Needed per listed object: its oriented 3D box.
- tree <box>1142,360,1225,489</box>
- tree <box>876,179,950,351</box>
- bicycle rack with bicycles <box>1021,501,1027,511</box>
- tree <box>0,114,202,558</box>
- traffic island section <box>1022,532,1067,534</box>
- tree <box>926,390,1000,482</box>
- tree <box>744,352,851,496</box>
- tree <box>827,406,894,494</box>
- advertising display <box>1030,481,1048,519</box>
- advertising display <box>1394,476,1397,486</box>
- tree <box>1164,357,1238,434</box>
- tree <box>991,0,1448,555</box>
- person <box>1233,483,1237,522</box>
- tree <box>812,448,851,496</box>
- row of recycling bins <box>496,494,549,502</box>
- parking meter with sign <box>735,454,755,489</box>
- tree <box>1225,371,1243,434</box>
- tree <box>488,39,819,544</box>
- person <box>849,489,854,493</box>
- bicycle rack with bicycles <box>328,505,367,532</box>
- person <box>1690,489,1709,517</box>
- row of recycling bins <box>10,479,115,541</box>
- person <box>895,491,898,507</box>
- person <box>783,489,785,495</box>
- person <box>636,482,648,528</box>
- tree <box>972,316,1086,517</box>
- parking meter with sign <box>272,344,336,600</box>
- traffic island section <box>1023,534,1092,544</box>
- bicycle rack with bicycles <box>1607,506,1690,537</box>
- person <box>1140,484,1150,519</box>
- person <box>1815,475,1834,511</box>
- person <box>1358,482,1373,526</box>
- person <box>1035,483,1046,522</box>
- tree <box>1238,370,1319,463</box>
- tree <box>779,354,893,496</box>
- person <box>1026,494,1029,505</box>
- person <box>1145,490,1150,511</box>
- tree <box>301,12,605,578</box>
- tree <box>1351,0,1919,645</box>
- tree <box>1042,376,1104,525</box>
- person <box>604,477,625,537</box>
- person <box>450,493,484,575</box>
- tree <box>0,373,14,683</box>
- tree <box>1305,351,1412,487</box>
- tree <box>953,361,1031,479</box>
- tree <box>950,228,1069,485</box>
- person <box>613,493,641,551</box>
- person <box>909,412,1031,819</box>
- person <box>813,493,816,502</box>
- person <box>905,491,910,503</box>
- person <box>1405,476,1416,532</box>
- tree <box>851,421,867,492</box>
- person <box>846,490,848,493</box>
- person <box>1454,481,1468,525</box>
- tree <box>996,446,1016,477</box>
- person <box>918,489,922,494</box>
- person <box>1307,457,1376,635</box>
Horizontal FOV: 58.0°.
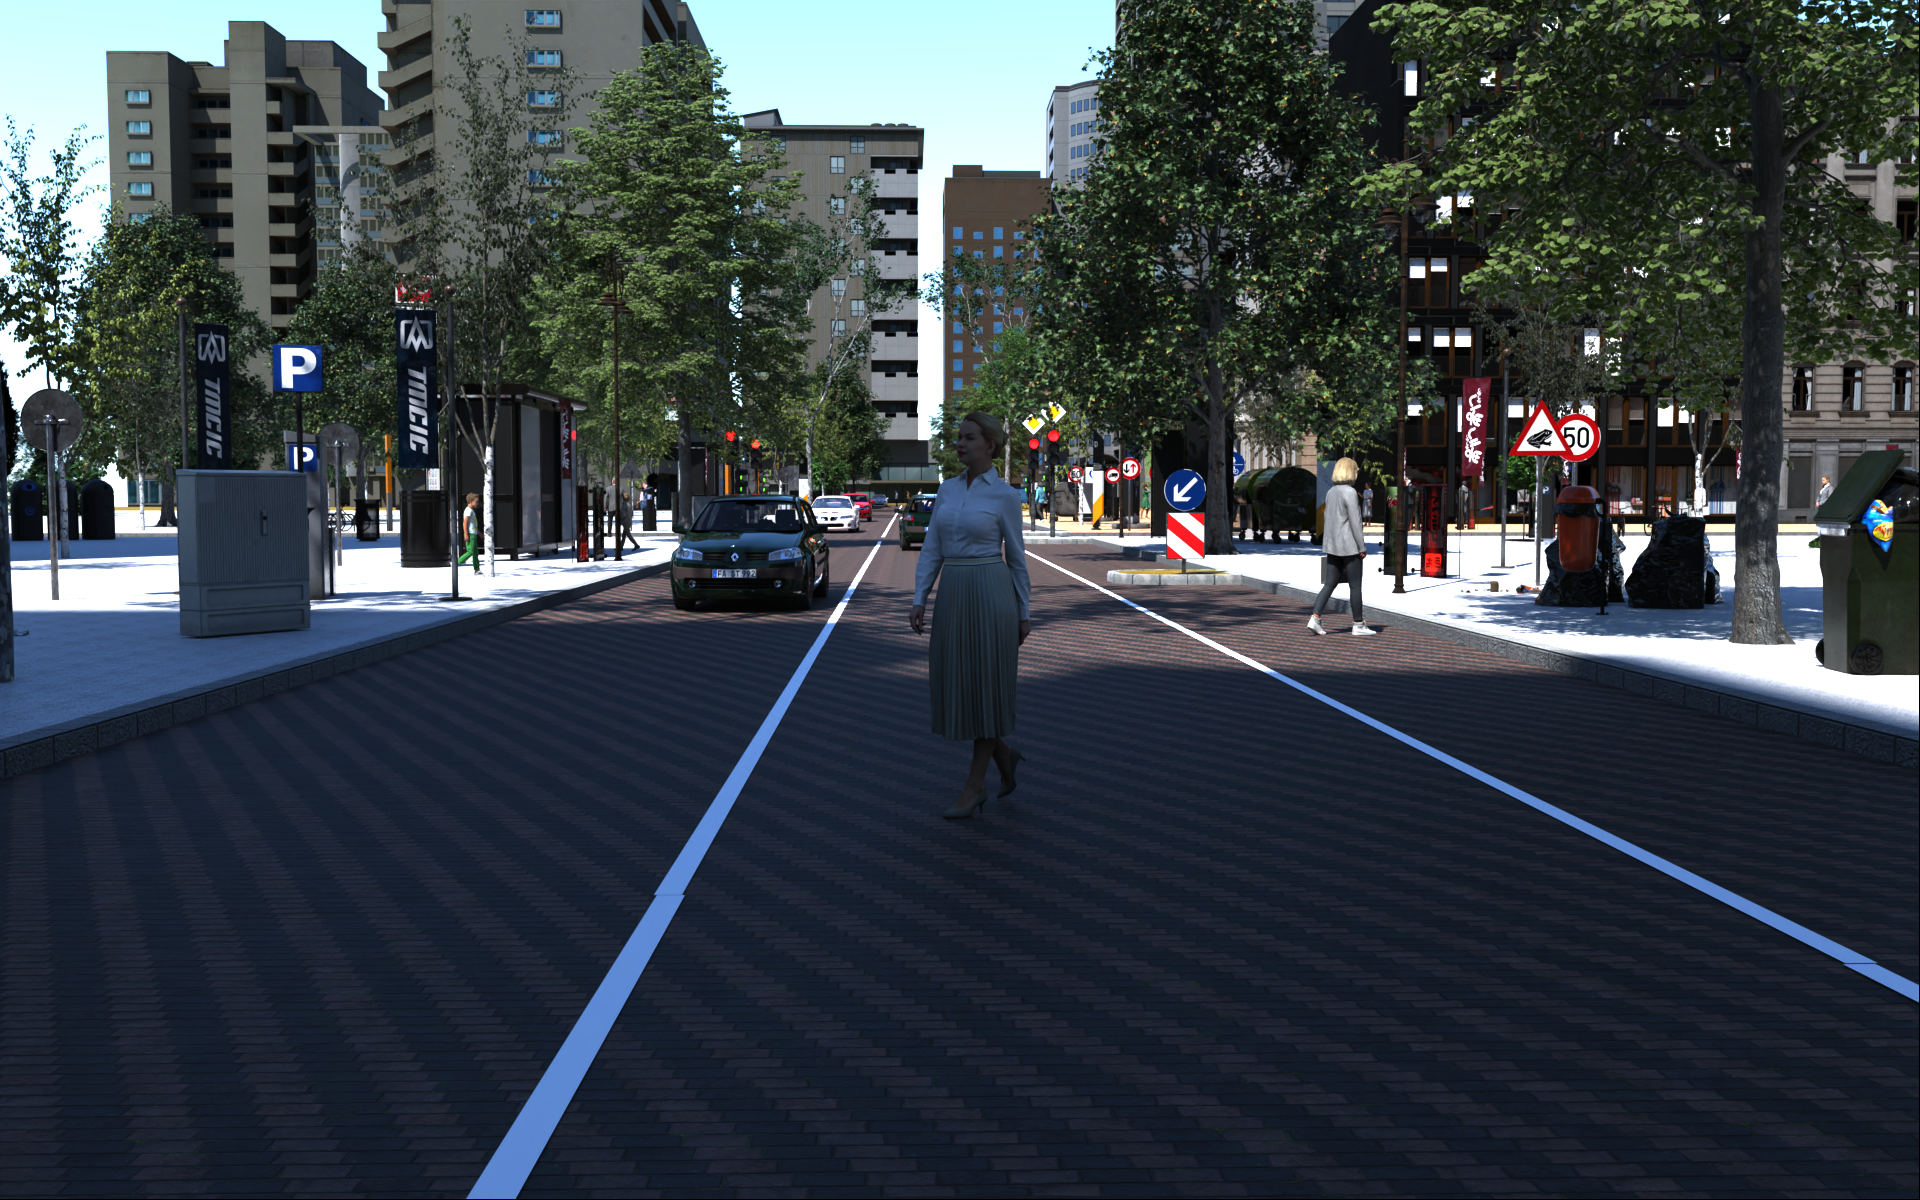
[{"bbox_3d":[11.570,-8.915,96.126,4.737,8.622,4.395,0,3,0],"label":"tree"},{"bbox_3d":[-7.669,-14.977,100.767,12.611,20.169,13.585,0,3,0],"label":"tree"},{"bbox_3d":[3.600,-7.170,130.615,2.925,0.926,2.852,0,4,1],"label":"bicycle rack with bicycles"},{"bbox_3d":[-17.696,-5.141,34.418,4.737,8.622,4.395,0,3,0],"label":"tree"},{"bbox_3d":[2.518,-2.251,59.077,2.009,0.180,2.903,0,4,-2],"label":"traffic island section"},{"bbox_3d":[0.775,-18.387,207.288,9.857,13.997,8.962,0,3,0],"label":"tree"},{"bbox_3d":[-8.670,-8.207,84.551,4.737,8.622,4.395,0,3,0],"label":"tree"},{"bbox_3d":[-11.085,-15.241,183.595,8.767,10.594,7.601,0,4,0],"label":"tree"},{"bbox_3d":[3.984,-5.038,87.581,0.974,1.923,0.123,-1,4,-22],"label":"advertising display"},{"bbox_3d":[15.548,-3.445,61.544,0.123,1.923,0.974,2,4,24],"label":"advertising display"},{"bbox_3d":[10.506,-8.022,81.518,4.360,8.622,3.978,0,3,0],"label":"tree"},{"bbox_3d":[5.349,-7.308,36.498,9.611,12.733,9.660,0,3,0],"label":"tree"},{"bbox_3d":[12.487,-4.440,78.827,0.721,1.800,0.419,-3,5,-44],"label":"person"},{"bbox_3d":[-9.286,-8.286,119.189,4.285,4.588,4.351,0,3,0],"label":"tree"},{"bbox_3d":[-14.643,-3.194,59.337,1.069,1.692,3.534,2,4,24],"label":"row of recycling bins"},{"bbox_3d":[-9.255,-4.892,76.252,0.543,3.016,1.738,1,4,21],"label":"parking meter with sign"},{"bbox_3d":[14.508,-9.629,107.794,4.737,8.622,4.395,0,3,0],"label":"tree"},{"bbox_3d":[-7.492,-7.716,44.278,7.486,12.596,7.792,0,3,0],"label":"tree"},{"bbox_3d":[-11.948,-11.317,191.008,1.348,1.831,0.705,0,4,-2],"label":"person"},{"bbox_3d":[-21.692,-2.808,59.285,2.925,0.926,2.852,-2,4,-34],"label":"bicycle rack with bicycles"},{"bbox_3d":[26.575,-3.408,62.124,0.624,1.780,0.694,-1,4,-13],"label":"person"},{"bbox_3d":[-25.388,-2.500,47.994,3.534,1.692,1.069,-3,4,-39],"label":"row of recycling bins"},{"bbox_3d":[-7.262,-11.562,197.520,0.705,1.826,1.348,0,4,-7],"label":"person"},{"bbox_3d":[-18.698,-10.898,184.089,0.599,1.838,0.709,2,4,35],"label":"person"},{"bbox_3d":[-11.900,-3.602,65.522,0.643,1.750,0.593,-3,5,-43],"label":"person"},{"bbox_3d":[4.279,-10.553,98.296,9.928,11.665,9.643,0,3,0],"label":"tree"},{"bbox_3d":[-7.937,-1.521,21.122,0.543,3.016,1.738,-1,4,-14],"label":"parking meter with sign"},{"bbox_3d":[2.755,-1.762,51.096,2.009,0.180,2.903,0,4,-2],"label":"traffic island section"},{"bbox_3d":[20.333,-2.325,51.388,2.852,0.926,2.925,1,4,19],"label":"bicycle rack with bicycles"},{"bbox_3d":[9.583,-5.098,89.637,0.529,1.795,0.600,0,4,-1],"label":"person"},{"bbox_3d":[23.215,-2.467,46.661,0.573,1.790,0.520,-1,4,-21],"label":"person"},{"bbox_3d":[16.061,-3.790,68.578,0.524,1.755,0.480,-3,4,-38],"label":"person"},{"bbox_3d":[3.682,-4.451,78.836,0.620,1.820,0.660,2,4,35],"label":"person"},{"bbox_3d":[14.908,-8.009,81.312,4.360,8.622,3.978,0,3,0],"label":"tree"},{"bbox_3d":[-10.064,-13.750,141.818,9.611,12.733,9.660,0,3,0],"label":"tree"},{"bbox_3d":[8.222,-12.223,206.416,0.721,1.766,1.217,-2,4,-27],"label":"person"},{"bbox_3d":[14.299,-7.687,132.270,0.362,1.759,0.519,1,4,18],"label":"person"},{"bbox_3d":[-7.442,-4.657,26.506,4.360,8.622,3.978,0,3,0],"label":"tree"},{"bbox_3d":[6.662,-5.874,14.162,7.486,12.596,7.792,0,3,0],"label":"tree"},{"bbox_3d":[5.003,-7.430,71.838,4.737,8.622,4.395,0,3,0],"label":"tree"},{"bbox_3d":[-10.153,-2.718,50.884,0.661,1.777,0.834,-2,4,-26],"label":"person"},{"bbox_3d":[-7.783,-1.047,27.414,0.590,1.304,0.306,-2,4,-28],"label":"person"},{"bbox_3d":[-7.878,-9.553,12.078,12.611,20.169,13.585,0,3,0],"label":"tree"},{"bbox_3d":[14.857,-7.035,65.389,4.737,8.622,4.395,0,3,0],"label":"tree"},{"bbox_3d":[2.968,-14.022,147.386,7.486,12.596,7.792,0,3,0],"label":"tree"},{"bbox_3d":[4.834,-16.211,120.933,12.611,20.169,13.585,0,3,0],"label":"tree"},{"bbox_3d":[-7.474,-1.742,38.793,0.640,1.303,0.475,0,4,4],"label":"person"},{"bbox_3d":[0.100,0.053,7.858,0.478,1.798,0.641,3,5,42],"label":"person"},{"bbox_3d":[-15.157,-10.416,179.605,0.557,1.426,1.065,1,4,22],"label":"person"},{"bbox_3d":[-5.621,-10.938,187.430,0.705,1.812,1.348,-1,4,-22],"label":"person"},{"bbox_3d":[15.279,-3.298,59.332,0.648,1.900,0.474,3,4,36],"label":"person"},{"bbox_3d":[-8.818,-9.941,112.901,4.737,8.622,4.395,0,3,0],"label":"tree"},{"bbox_3d":[-11.974,-10.727,182.141,1.217,1.736,0.721,2,4,30],"label":"person"},{"bbox_3d":[21.085,-4.058,72.500,0.850,1.850,0.679,-1,4,-17],"label":"person"},{"bbox_3d":[3.072,-12.575,155.965,4.737,8.622,4.395,0,3,0],"label":"tree"},{"bbox_3d":[-3.045,-7.335,128.270,0.795,1.843,0.661,0,4,1],"label":"person"},{"bbox_3d":[3.844,-0.546,17.605,0.728,1.800,0.709,-1,4,-18],"label":"person"}]
